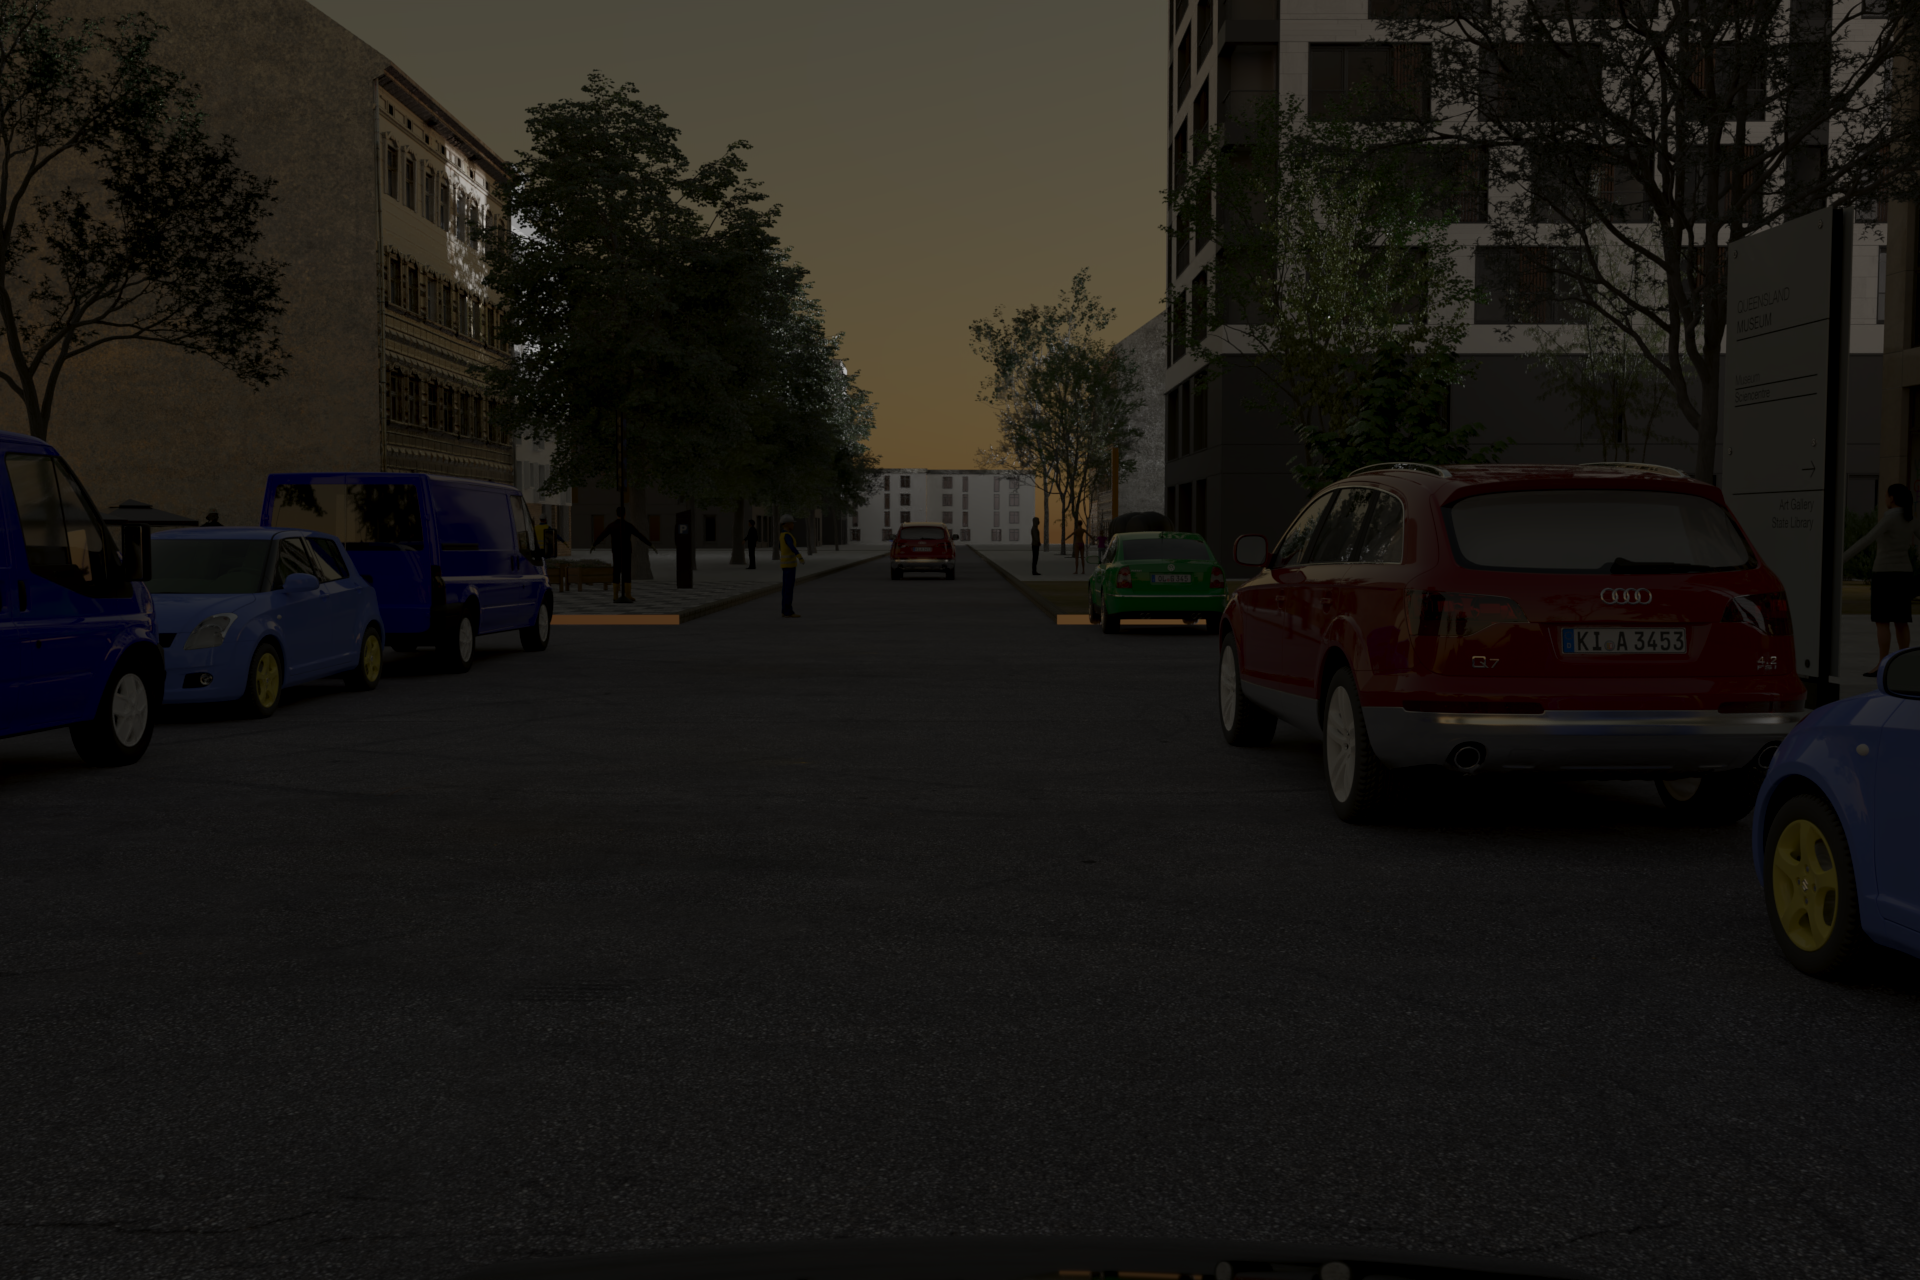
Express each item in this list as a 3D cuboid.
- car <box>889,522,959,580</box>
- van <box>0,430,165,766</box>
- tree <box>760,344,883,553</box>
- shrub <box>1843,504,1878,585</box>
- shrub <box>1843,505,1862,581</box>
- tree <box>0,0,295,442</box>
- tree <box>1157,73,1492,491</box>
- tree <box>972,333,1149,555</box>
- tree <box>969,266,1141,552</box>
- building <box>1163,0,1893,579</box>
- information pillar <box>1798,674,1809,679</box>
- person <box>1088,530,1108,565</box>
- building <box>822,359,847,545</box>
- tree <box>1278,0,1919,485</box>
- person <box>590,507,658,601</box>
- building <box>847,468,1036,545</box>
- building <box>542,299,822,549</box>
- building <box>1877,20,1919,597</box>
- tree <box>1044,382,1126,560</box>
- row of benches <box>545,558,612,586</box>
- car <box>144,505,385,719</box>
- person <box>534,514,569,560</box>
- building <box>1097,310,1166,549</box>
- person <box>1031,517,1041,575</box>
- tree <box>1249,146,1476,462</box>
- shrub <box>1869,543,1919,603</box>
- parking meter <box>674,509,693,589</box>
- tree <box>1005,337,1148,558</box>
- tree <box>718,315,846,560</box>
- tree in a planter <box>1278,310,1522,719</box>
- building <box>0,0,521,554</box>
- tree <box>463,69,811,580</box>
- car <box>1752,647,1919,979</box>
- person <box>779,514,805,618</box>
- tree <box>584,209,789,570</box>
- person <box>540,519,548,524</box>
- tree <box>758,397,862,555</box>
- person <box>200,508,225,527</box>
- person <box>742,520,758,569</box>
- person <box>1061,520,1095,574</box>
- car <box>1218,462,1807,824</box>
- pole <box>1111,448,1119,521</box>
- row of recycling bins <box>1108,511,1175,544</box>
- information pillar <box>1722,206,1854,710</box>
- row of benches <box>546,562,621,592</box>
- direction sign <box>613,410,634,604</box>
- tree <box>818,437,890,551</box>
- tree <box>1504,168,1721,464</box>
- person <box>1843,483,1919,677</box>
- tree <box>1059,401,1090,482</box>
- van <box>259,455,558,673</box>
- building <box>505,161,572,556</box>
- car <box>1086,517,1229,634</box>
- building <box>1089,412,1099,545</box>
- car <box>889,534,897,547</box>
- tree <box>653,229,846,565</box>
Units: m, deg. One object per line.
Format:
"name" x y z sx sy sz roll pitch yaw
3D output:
"car" -1.162 -2.870 55.591 2.281 1.827 5.304 0 4 0
"van" -6.050 -0.280 8.960 2.240 2.365 5.245 0 4 0
"tree" -9.970 -12.747 115.076 9.857 13.997 8.962 0 3 0
"shrub" 23.057 -2.389 43.476 1.690 2.028 1.600 0 3 0
"shrub" 24.196 -2.656 47.463 1.661 2.075 1.752 0 3 0
"tree" -12.704 -5.463 23.739 7.601 10.594 8.767 1 4 21
"tree" 8.394 -7.019 40.523 9.928 11.665 9.643 0 3 0
"tree" 6.338 -11.889 104.747 12.009 13.543 11.850 0 3 0
"tree" 6.634 -16.405 124.111 12.611 20.169 13.585 0 3 0
"building" 21.406 -13.527 65.144 27.936 21.610 32.646 0 4 0
"information pillar" 6.945 -0.615 14.545 0.304 2.012 0.304 0 3 0
"person" 5.241 -3.353 64.089 0.991 1.433 0.599 0 4 -3
"building" -27.790 -21.768 199.888 27.936 21.610 32.646 0 4 -1
"tree" 9.244 -6.793 21.434 12.009 13.543 11.850 0 3 0
"person" -6.451 -1.648 33.084 1.346 1.812 0.704 1 4 8
"building" -4.296 -16.960 221.896 28.070 9.664 9.099 0 4 -2
"building" -28.598 -19.760 167.058 27.936 21.610 32.646 0 4 0
"building" 27.761 -13.042 16.444 19.351 26.588 34.151 0 4 0
"tree" 6.174 -8.160 83.782 4.360 8.622 3.978 0 3 0
"row of benches" -10.299 -1.775 44.480 4.104 0.672 1.422 3 5 44
"car" -6.208 -0.304 14.567 1.945 1.707 3.694 0 4 0
"person" -11.237 -2.496 46.778 1.349 1.833 0.705 1 4 10
"building" 21.981 -19.500 149.756 19.493 23.208 18.063 0 4 0
"person" 2.389 -2.930 54.026 0.705 1.813 1.348 0 4 0
"tree" 7.323 -5.061 33.104 4.737 8.622 4.395 0 3 0
"shrub" 17.299 -1.273 31.937 1.383 1.207 1.383 0 3 0
"parking meter" -6.497 -2.141 40.714 0.399 1.863 0.255 0 4 0
"tree" 6.200 -10.195 92.441 9.928 11.665 9.643 0 3 0
"tree" -9.390 -10.239 85.540 7.486 12.596 7.792 0 3 0
"tree in a planter" 3.432 -1.016 13.838 1.991 3.239 1.994 0 4 0
"building" -28.085 -14.279 64.392 19.493 23.208 18.063 0 4 -1
"tree" -8.983 -8.656 48.181 9.857 13.997 8.962 0 3 0
"car" 3.568 0.311 4.505 1.945 1.707 3.694 0 4 -1
"person" -2.879 -1.279 29.833 0.721 1.772 1.216 -1 4 -19
"tree" -9.899 -8.768 61.490 7.486 12.596 7.792 0 3 0
"person" -13.344 -3.017 55.455 1.347 1.817 0.704 3 4 36
"tree" -9.307 -10.362 103.839 7.601 10.594 8.767 2 4 25
"person" -16.475 -1.986 38.247 1.354 1.856 0.705 -3 4 -37
"person" -7.599 -3.475 63.008 0.705 1.806 1.347 1 4 13
"person" 3.810 -2.985 55.611 1.217 1.733 0.721 -1 4 -23
"car" 2.852 -0.089 10.126 2.281 1.827 5.304 0 4 -1
"pole" 3.667 -2.885 41.014 0.158 3.312 0.155 0 3 0
"row of recycling bins" 3.367 -1.574 32.845 1.069 1.692 3.534 0 4 -2
"information pillar" 6.297 -1.344 13.288 0.184 3.620 1.656 0 4 0
"row of benches" -9.400 -1.378 37.992 4.104 0.672 1.422 -3 5 -42
"direction sign" -6.253 -2.450 32.055 0.379 3.537 0.876 0 4 0
"tree" -9.436 -12.048 131.398 8.767 10.594 7.601 -2 4 -24
"tree" 12.954 -5.114 33.979 4.360 8.622 3.978 0 3 0
"person" 8.319 -0.534 15.559 1.217 1.735 0.721 -1 4 -19
"tree" 18.768 -22.442 222.821 12.611 20.169 13.585 0 3 0
"van" -6.012 -0.923 19.471 2.240 2.365 5.245 0 4 0
"building" -27.895 -14.241 89.262 16.016 20.090 11.380 0 3 0
"car" 2.936 -1.068 26.257 1.959 1.807 4.718 0 3 0
"building" 24.518 -22.248 194.686 19.493 23.208 18.063 0 3 0
"car" -3.399 -5.990 107.520 1.945 1.707 3.694 0 3 0
"tree" -9.369 -10.162 72.810 9.857 13.997 8.962 0 3 0
